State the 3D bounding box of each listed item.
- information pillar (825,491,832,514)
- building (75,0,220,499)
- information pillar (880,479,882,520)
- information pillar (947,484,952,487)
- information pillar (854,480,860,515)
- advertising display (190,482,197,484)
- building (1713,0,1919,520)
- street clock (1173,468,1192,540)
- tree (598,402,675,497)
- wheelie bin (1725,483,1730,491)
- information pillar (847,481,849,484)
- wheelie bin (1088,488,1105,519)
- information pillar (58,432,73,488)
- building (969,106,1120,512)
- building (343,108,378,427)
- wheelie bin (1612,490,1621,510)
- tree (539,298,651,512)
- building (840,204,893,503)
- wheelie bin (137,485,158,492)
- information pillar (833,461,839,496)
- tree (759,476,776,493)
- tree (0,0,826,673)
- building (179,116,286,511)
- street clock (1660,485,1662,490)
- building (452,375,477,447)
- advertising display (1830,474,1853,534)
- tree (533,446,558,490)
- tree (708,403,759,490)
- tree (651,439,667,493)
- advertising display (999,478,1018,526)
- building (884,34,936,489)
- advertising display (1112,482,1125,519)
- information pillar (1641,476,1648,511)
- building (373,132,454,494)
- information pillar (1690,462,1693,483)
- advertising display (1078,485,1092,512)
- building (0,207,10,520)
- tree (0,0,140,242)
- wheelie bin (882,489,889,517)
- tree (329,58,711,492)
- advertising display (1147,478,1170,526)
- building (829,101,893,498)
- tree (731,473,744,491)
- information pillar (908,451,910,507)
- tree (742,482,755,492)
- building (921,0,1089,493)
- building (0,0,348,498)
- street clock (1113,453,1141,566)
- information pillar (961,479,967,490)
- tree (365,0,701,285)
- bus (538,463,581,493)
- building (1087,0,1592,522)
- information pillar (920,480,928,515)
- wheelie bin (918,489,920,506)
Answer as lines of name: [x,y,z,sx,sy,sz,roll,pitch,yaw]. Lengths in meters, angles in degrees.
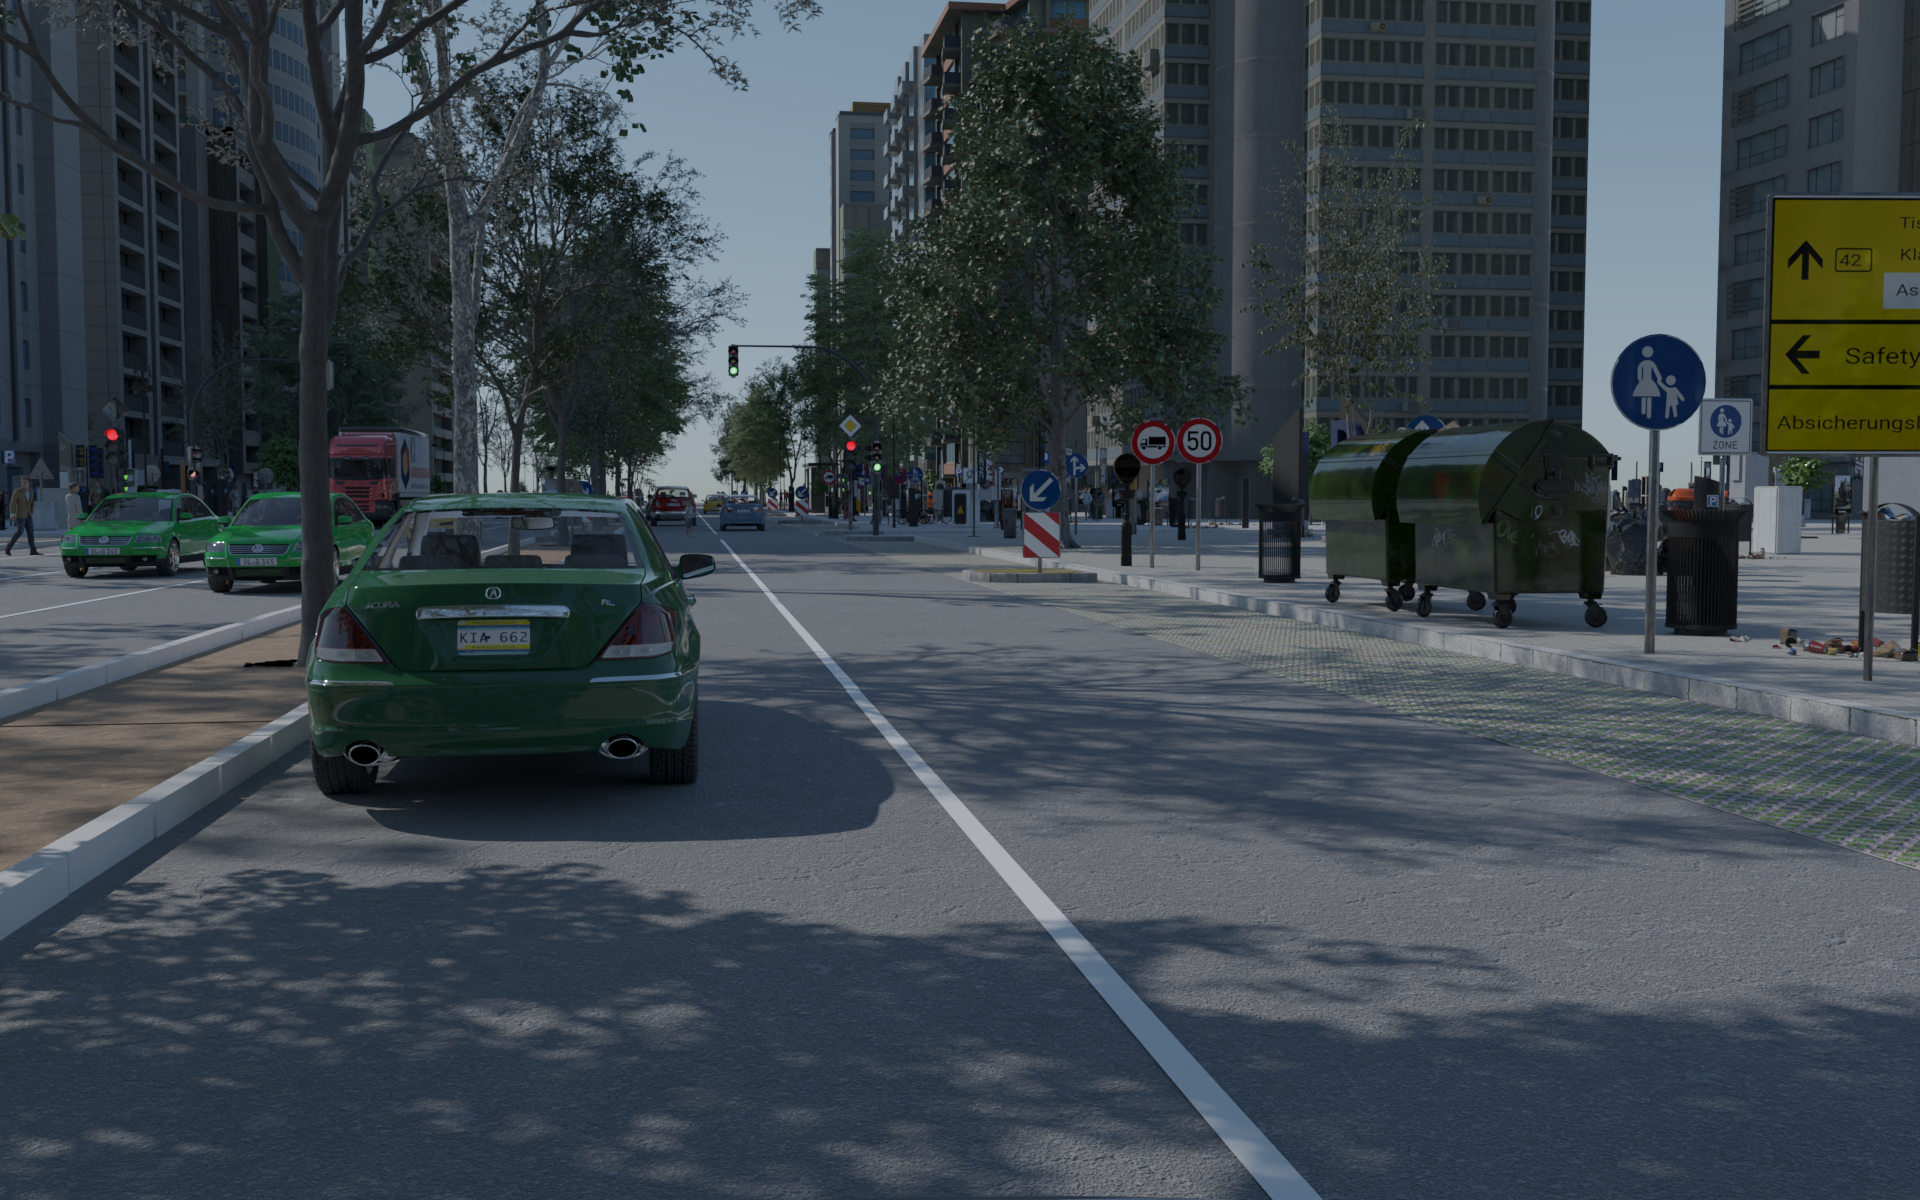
information pillar: [-8.363,-6.457,110.060,0.304,2.012,0.304,2,4,33]
building: [-62.391,-41.462,116.157,20.563,71.187,20.611,-1,4,-9]
information pillar: [-4.097,-5.037,86.850,0.304,2.012,0.304,3,5,43]
information pillar: [-0.755,-7.284,123.580,0.304,2.012,0.304,0,4,7]
information pillar: [-6.230,-6.901,104.180,0.504,3.616,0.183,2,4,27]
advertising display: [-40.454,-5.276,91.484,0.123,1.923,0.974,-1,4,-12]
building: [49.231,-24.763,88.465,14.086,41.232,14.154,-1,4,-9]
street clock: [6.162,-2.662,48.091,0.471,2.002,0.358,-1,4,-12]
tree: [-19.170,-10.297,96.568,9.928,11.665,9.643,0,3,0]
wheelie bin: [21.886,-2.541,49.449,0.980,1.594,0.693,1,4,16]
information pillar: [-7.260,-7.364,111.756,0.504,3.616,0.183,0,4,1]
wheelie bin: [6.904,-4.867,87.490,0.980,1.594,0.693,-2,4,-24]
information pillar: [-33.798,-4.534,65.492,0.504,3.616,0.183,0,4,1]
building: [7.408,-21.913,129.971,14.160,30.474,14.107,-1,4,-9]
building: [-68.129,-30.197,177.322,14.154,41.232,14.086,-1,4,-9]
wheelie bin: [48.758,-7.399,128.883,0.693,1.594,0.980,0,4,-2]
tree: [-13.199,-6.655,61.628,4.360,8.622,3.978,0,3,0]
building: [-10.151,-34.432,246.560,14.154,41.232,14.086,-1,4,-9]
wheelie bin: [-28.539,-3.244,60.946,0.980,1.594,0.693,-2,4,-35]
information pillar: [-8.863,-8.075,123.382,0.504,3.616,0.183,-3,5,-40]
tree: [-18.489,-10.622,168.270,1.663,3.219,1.824,0,3,0]
tree: [-5.367,-6.195,14.112,12.009,13.543,11.850,0,3,0]
building: [-61.809,-22.231,135.177,14.160,30.474,14.107,-1,4,-9]
street clock: [51.677,-7.561,128.199,0.471,2.002,0.358,0,4,-3]
building: [-88.279,-25.363,259.727,27.650,21.520,28.899,-1,4,-9]
advertising display: [28.665,-3.127,56.338,0.974,1.923,0.123,-2,4,-30]
tree: [-61.320,-18.801,257.758,4.737,8.622,4.395,0,3,0]
tree: [-27.041,-18.390,217.676,9.611,12.733,9.660,0,3,0]
tree: [-22.060,-10.067,117.421,4.360,8.622,3.978,0,3,0]
advertising display: [1.961,-3.975,70.206,0.974,1.923,0.123,-3,5,-42]
building: [3.826,-34.617,185.601,23.786,49.044,30.456,-1,4,-9]
advertising display: [8.298,-5.232,90.751,0.123,1.923,0.974,3,5,41]
information pillar: [27.993,-4.046,70.640,0.304,2.012,0.304,-1,4,-18]
building: [-81.119,-37.332,234.084,21.300,48.544,21.600,-1,4,-9]
information pillar: [53.149,-8.226,125.856,0.183,3.616,0.504,2,4,33]
advertising display: [8.738,-7.062,120.674,0.974,1.923,0.123,0,4,5]
building: [-56.597,-32.863,79.305,21.231,58.520,28.212,-1,4,-9]
tree: [-4.196,-5.125,4.373,7.486,12.596,7.792,0,3,0]
wheelie bin: [-4.526,-5.532,98.355,0.693,1.594,0.980,3,5,41]
tree: [-9.521,-6.087,36.399,8.767,10.594,7.601,-1,4,-9]
advertising display: [8.089,-4.000,70.614,0.974,1.923,0.123,-1,4,-19]
building: [-9.478,-44.386,267.714,21.231,58.520,28.212,-1,4,-9]
tree: [-32.731,-18.631,254.979,4.360,8.622,3.978,0,3,0]
information pillar: [-2.583,-5.883,87.536,0.183,3.616,0.504,0,4,-6]
tree: [-29.454,-17.640,238.769,4.737,8.622,4.395,0,3,0]
building: [8.326,-30.682,156.279,22.147,44.769,28.867,-1,4,-9]
building: [-68.705,-37.468,154.606,21.231,58.520,28.212,-1,4,-9]
street clock: [2.964,-1.605,30.810,0.471,2.002,0.358,0,4,0]
information pillar: [0.195,-4.771,82.490,0.304,2.012,0.304,0,4,5]
tree: [-6.478,-10.271,26.277,12.611,20.169,13.585,0,3,0]
bus: [-32.428,-9.143,141.030,2.896,3.916,12.252,-1,4,-10]
building: [20.680,-24.700,95.724,23.993,40.220,32.217,-1,4,-9]
information pillar: [-1.814,-5.089,87.699,0.304,2.012,0.304,-2,4,-27]
wheelie bin: [-2.508,-5.901,104.389,0.693,1.594,0.980,0,4,-8]
